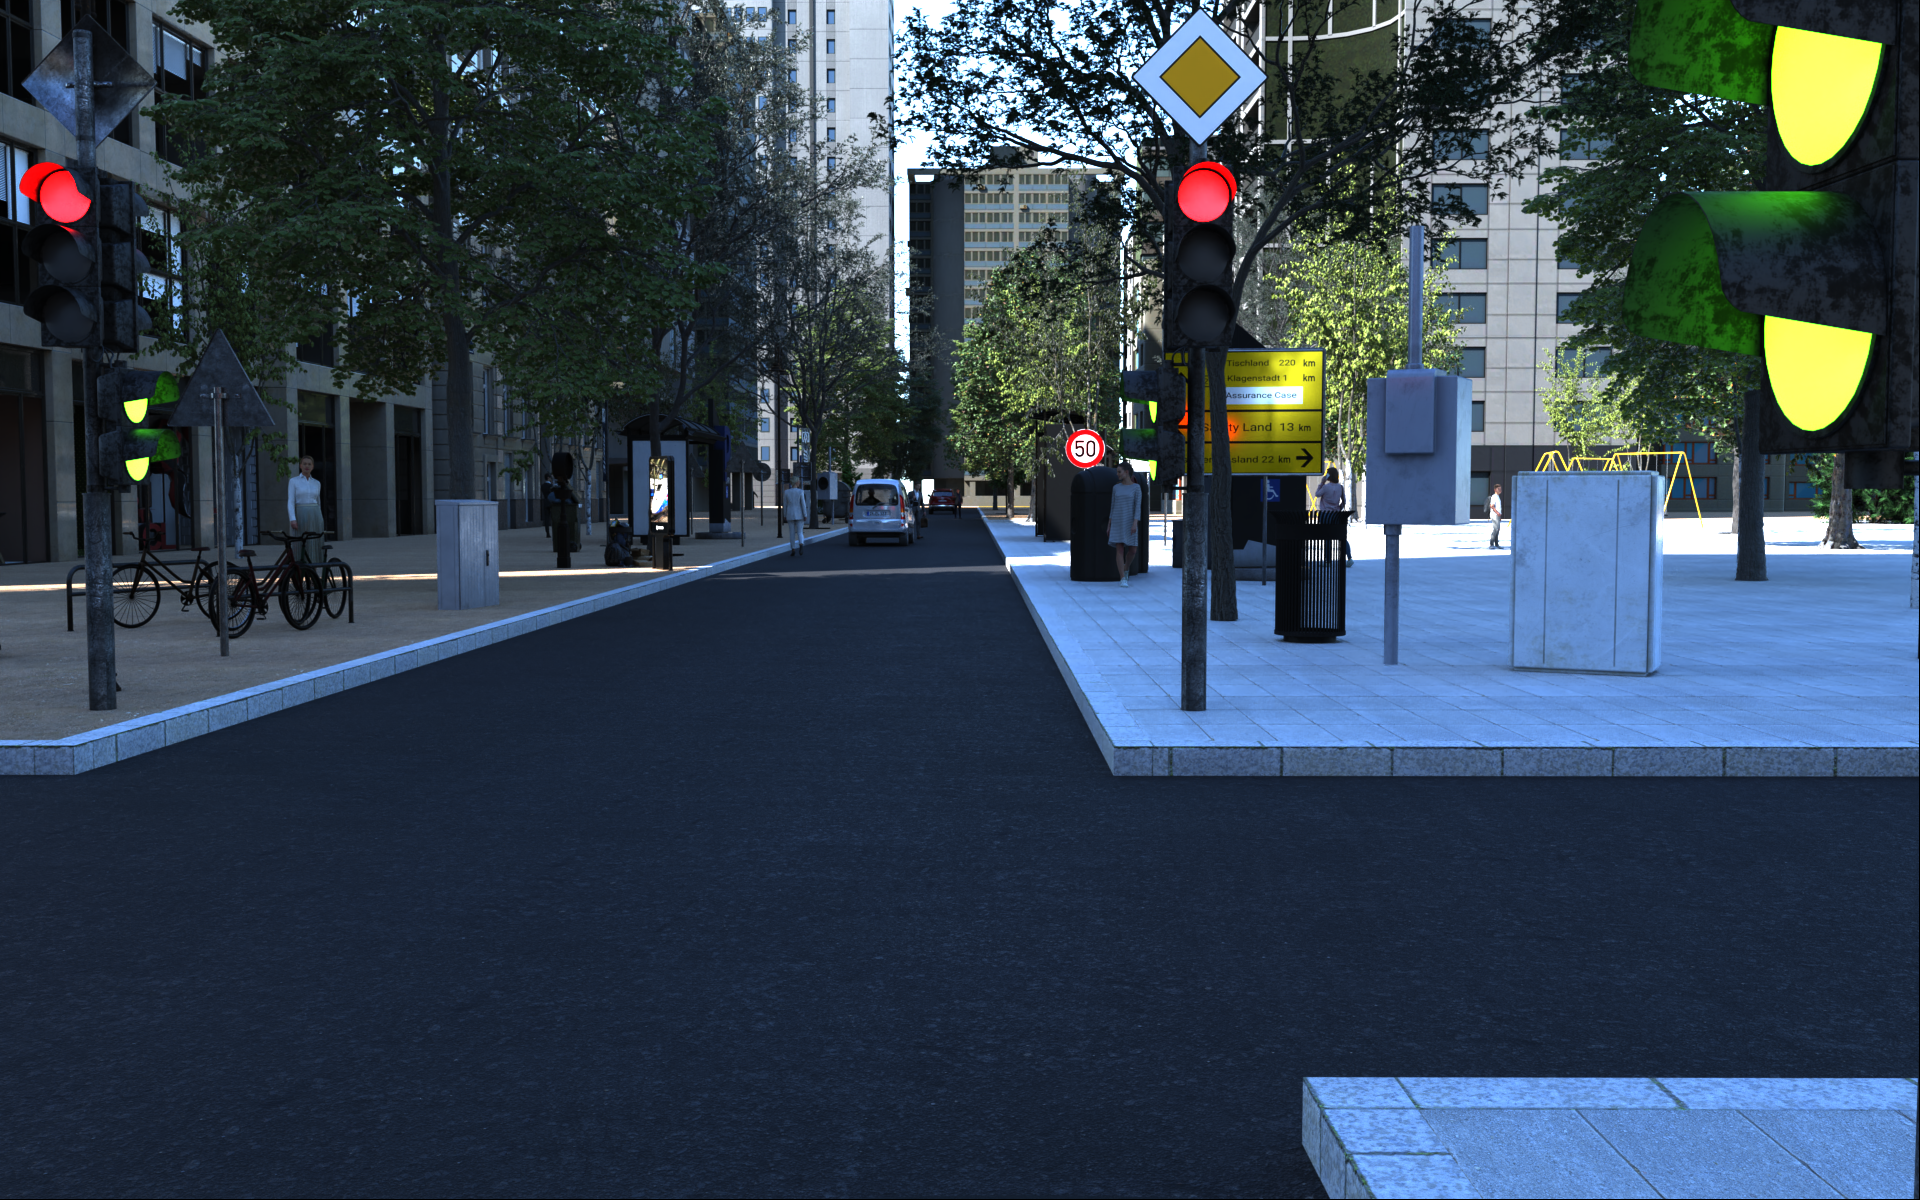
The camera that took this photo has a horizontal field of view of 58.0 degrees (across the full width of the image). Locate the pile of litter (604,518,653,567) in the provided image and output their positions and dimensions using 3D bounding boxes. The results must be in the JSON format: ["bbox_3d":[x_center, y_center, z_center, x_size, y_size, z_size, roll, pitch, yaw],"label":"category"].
[{"bbox_3d":[-5.870,-1.055,31.216,1.176,0.858,1.719,1,4,8],"label":"pile of litter"}]

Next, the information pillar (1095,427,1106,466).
[{"bbox_3d":[4.978,-4.268,61.131,0.183,3.616,0.504,-3,5,-39],"label":"information pillar"}]

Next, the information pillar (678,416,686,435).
[{"bbox_3d":[-8.332,-3.715,52.089,0.183,3.616,0.504,-2,4,-30],"label":"information pillar"}]

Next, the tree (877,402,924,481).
[{"bbox_3d":[-4.898,-11.524,138.785,4.360,8.622,3.978,0,3,0],"label":"tree"}]

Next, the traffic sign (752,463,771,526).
[{"bbox_3d":[-8.042,-4.290,70.244,0.768,2.556,0.104,0,4,5],"label":"traffic sign"}]

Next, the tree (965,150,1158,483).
[{"bbox_3d":[2.535,-5.287,36.810,4.360,8.622,3.978,0,3,0],"label":"tree"}]

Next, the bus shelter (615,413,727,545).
[{"bbox_3d":[-7.574,-3.184,45.983,2.014,3.302,5.546,0,4,0],"label":"bus shelter"}]

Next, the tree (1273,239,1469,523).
[{"bbox_3d":[17.287,-9.723,75.979,9.611,12.733,9.660,0,3,0],"label":"tree"}]

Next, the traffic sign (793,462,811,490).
[{"bbox_3d":[-5.077,-3.276,55.688,0.606,2.300,0.079,1,4,9],"label":"traffic sign"}]

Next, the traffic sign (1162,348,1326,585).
[{"bbox_3d":[3.959,-1.860,24.292,2.265,3.308,0.079,0,4,7],"label":"traffic sign"}]

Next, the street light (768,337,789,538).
[{"bbox_3d":[-5.270,-4.751,50.471,0.468,5.910,1.993,0,4,0],"label":"street light"}]

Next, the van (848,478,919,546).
[{"bbox_3d":[-2.200,-2.575,49.114,2.013,2.044,4.112,0,4,2],"label":"van"}]

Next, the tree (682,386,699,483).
[{"bbox_3d":[-12.714,-7.452,72.195,4.360,8.622,3.978,0,3,0],"label":"tree"}]

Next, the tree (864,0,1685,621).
[{"bbox_3d":[2.813,-5.088,17.604,8.767,10.594,7.601,1,4,18],"label":"tree"}]

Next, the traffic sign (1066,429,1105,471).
[{"bbox_3d":[2.452,-2.071,33.974,0.768,2.556,0.104,0,4,3],"label":"traffic sign"}]

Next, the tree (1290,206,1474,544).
[{"bbox_3d":[10.616,-5.740,44.217,4.360,8.622,3.978,0,3,0],"label":"tree"}]

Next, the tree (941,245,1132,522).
[{"bbox_3d":[3.562,-9.915,79.119,9.611,12.733,9.660,0,3,0],"label":"tree"}]

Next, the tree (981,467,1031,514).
[{"bbox_3d":[2.993,-7.877,112.509,4.285,4.588,4.351,0,3,0],"label":"tree"}]

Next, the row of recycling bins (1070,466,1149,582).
[{"bbox_3d":[2.317,-1.215,26.986,1.069,1.692,3.534,1,4,12],"label":"row of recycling bins"}]

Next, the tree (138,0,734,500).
[{"bbox_3d":[-7.076,-6.409,22.914,7.486,12.596,7.792,0,3,0],"label":"tree"}]

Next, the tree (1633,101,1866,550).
[{"bbox_3d":[20.588,-7.542,40.313,9.611,12.733,9.660,0,3,0],"label":"tree"}]

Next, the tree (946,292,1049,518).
[{"bbox_3d":[2.680,-11.327,103.321,7.486,12.596,7.792,0,3,0],"label":"tree"}]

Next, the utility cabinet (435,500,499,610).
[{"bbox_3d":[-5.563,-0.517,19.619,0.306,1.237,1.020,1,4,9],"label":"utility cabinet"}]

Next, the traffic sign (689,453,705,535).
[{"bbox_3d":[-8.482,-3.349,54.759,0.884,2.594,0.081,0,4,7],"label":"traffic sign"}]

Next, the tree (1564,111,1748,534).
[{"bbox_3d":[24.875,-8.868,55.361,12.009,13.543,11.850,0,3,0],"label":"tree"}]

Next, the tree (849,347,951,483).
[{"bbox_3d":[-5.319,-14.806,148.731,9.857,13.997,8.962,0,3,0],"label":"tree"}]

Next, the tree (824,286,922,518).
[{"bbox_3d":[-5.857,-10.605,91.518,7.486,12.596,7.792,0,3,0],"label":"tree"}]

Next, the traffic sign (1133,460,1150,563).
[{"bbox_3d":[3.516,-1.849,32.365,0.606,2.300,0.079,0,4,2],"label":"traffic sign"}]

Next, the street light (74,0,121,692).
[{"bbox_3d":[-5.556,-2.343,11.089,0.468,5.910,1.993,0,4,0],"label":"street light"}]

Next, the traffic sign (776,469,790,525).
[{"bbox_3d":[-7.235,-4.197,70.746,0.606,2.300,0.079,0,4,6],"label":"traffic sign"}]

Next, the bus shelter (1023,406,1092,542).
[{"bbox_3d":[2.750,-3.535,49.085,1.731,3.624,6.357,0,4,0],"label":"bus shelter"}]

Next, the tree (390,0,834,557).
[{"bbox_3d":[-6.181,-7.654,35.513,12.009,13.543,11.850,0,3,0],"label":"tree"}]

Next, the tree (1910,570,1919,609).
[{"bbox_3d":[10.747,-4.194,18.930,4.360,8.622,3.978,0,3,0],"label":"tree"}]

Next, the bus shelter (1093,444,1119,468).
[{"bbox_3d":[5.017,-4.559,68.463,2.014,3.302,5.546,0,4,0],"label":"bus shelter"}]

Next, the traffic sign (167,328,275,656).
[{"bbox_3d":[-5.817,-0.833,13.627,0.884,2.594,0.081,0,4,6],"label":"traffic sign"}]

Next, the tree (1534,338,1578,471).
[{"bbox_3d":[28.873,-7.989,80.975,4.737,8.622,4.395,0,3,0],"label":"tree"}]

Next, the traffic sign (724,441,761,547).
[{"bbox_3d":[-5.296,-2.579,42.174,0.884,2.594,0.081,0,4,1],"label":"traffic sign"}]

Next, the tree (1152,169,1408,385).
[{"bbox_3d":[12.085,-9.385,63.822,12.009,13.543,11.850,0,3,0],"label":"tree"}]

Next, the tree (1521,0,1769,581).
[{"bbox_3d":[11.851,-6.532,24.925,7.486,12.596,7.792,0,3,0],"label":"tree"}]

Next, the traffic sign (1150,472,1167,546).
[{"bbox_3d":[5.086,-2.619,42.831,0.884,2.594,0.081,0,4,4],"label":"traffic sign"}]

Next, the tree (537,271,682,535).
[{"bbox_3d":[-11.605,-6.360,54.356,4.360,8.622,3.978,0,3,0],"label":"tree"}]

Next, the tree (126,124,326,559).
[{"bbox_3d":[-14.343,-5.114,33.969,4.737,8.622,4.395,0,3,0],"label":"tree"}]

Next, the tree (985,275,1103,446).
[{"bbox_3d":[2.955,-6.515,56.886,4.737,8.622,4.395,0,3,0],"label":"tree"}]

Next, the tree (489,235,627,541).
[{"bbox_3d":[-11.165,-5.950,47.639,4.737,8.622,4.395,0,3,0],"label":"tree"}]

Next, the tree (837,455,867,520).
[{"bbox_3d":[-5.526,-5.509,84.679,1.663,3.219,1.824,0,3,0],"label":"tree"}]

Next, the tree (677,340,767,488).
[{"bbox_3d":[-11.364,-7.985,80.914,4.737,8.622,4.395,0,3,0],"label":"tree"}]
